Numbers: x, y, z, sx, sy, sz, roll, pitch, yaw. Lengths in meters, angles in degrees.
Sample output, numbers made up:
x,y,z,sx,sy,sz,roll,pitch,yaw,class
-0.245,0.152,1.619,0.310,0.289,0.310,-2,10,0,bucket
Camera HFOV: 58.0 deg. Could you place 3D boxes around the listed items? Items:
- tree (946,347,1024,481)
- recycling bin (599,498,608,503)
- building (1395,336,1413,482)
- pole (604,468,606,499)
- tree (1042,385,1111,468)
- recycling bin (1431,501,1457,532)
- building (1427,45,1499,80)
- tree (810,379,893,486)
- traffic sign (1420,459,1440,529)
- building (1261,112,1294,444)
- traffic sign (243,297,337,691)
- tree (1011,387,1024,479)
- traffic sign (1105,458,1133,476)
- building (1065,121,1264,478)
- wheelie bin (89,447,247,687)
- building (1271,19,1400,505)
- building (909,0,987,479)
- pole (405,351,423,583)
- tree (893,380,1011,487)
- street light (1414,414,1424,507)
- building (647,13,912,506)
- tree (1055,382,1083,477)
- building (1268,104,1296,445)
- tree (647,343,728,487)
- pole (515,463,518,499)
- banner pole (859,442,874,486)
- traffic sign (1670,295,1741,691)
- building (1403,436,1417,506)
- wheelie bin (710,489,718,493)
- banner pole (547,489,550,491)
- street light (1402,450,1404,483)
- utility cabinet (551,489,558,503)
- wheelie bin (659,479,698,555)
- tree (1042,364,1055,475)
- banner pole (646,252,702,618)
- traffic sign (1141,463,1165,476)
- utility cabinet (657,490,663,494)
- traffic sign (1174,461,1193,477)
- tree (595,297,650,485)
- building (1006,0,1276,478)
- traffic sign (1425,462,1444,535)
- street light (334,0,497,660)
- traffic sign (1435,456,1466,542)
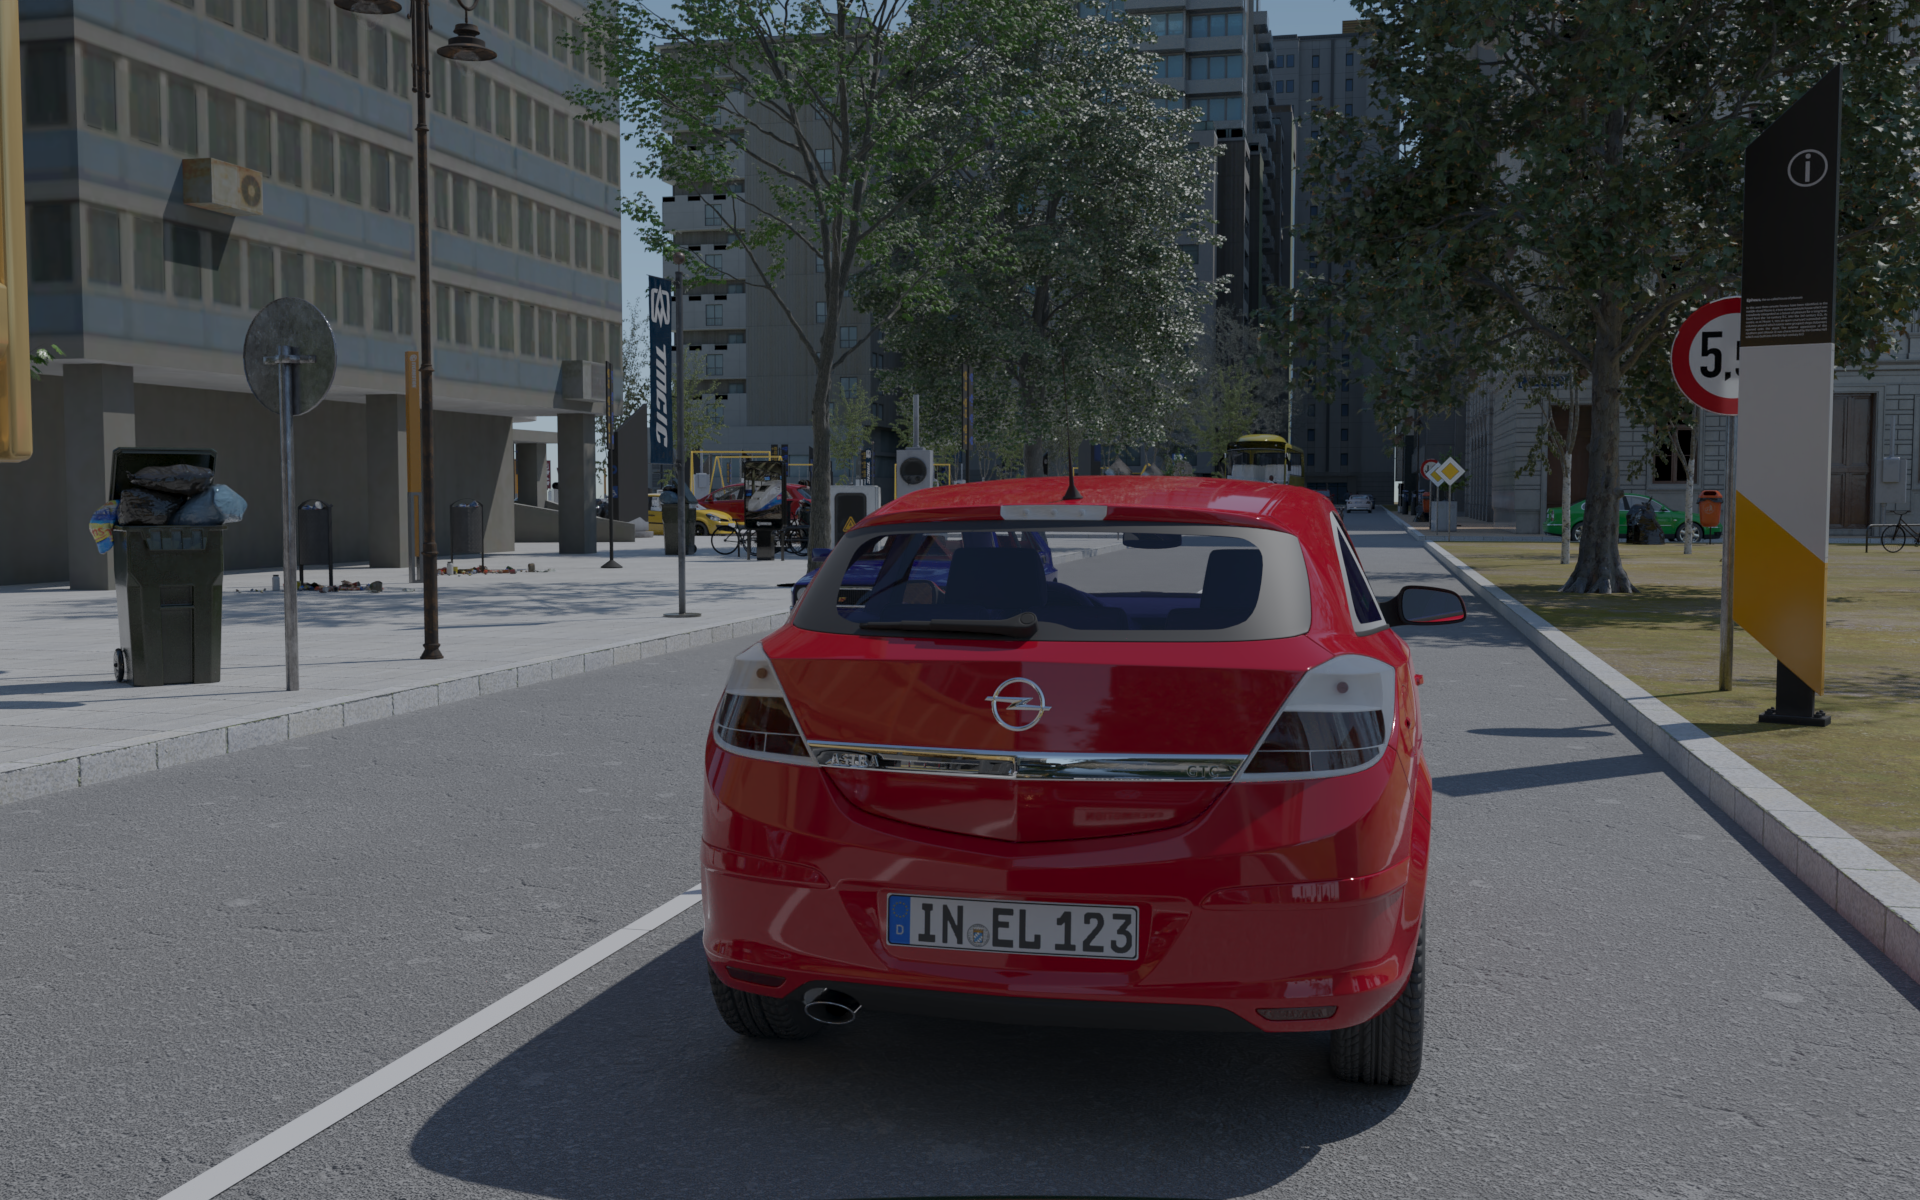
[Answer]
x,y,z,sx,sy,sz,roll,pitch,yaw,class
1.120,-7.934,80.079,4.360,8.622,3.978,0,3,0,tree
-20.476,-5.277,98.831,0.722,1.027,0.722,3,5,44,recycling bin
61.237,-32.446,214.089,14.086,41.232,14.154,1,4,13,building
-27.585,-8.607,134.573,0.158,3.312,0.155,0,3,0,pole
7.662,-9.544,106.404,4.737,8.622,4.395,0,3,0,tree
16.541,-2.852,59.180,0.722,1.027,0.722,0,4,2,recycling bin
42.710,-27.506,133.322,14.154,41.232,14.086,1,4,13,building
-7.173,-9.801,110.600,4.737,8.622,4.395,0,3,0,tree
17.047,-3.828,62.696,0.768,2.556,0.104,1,4,19,traffic sign
27.384,-30.461,181.623,14.154,41.232,14.086,1,4,13,building
-4.359,-0.681,11.233,0.768,2.556,0.104,1,4,22,traffic sign
3.188,-9.777,110.208,4.737,8.622,4.395,0,3,0,tree
4.418,-2.731,48.288,0.795,2.450,0.064,1,4,13,traffic sign
16.529,-22.399,137.920,14.160,30.474,14.107,1,4,13,building
-5.355,-0.238,11.792,0.980,1.594,0.693,-2,4,-34,wheelie bin
41.276,-41.533,221.071,28.212,58.520,21.231,1,4,13,building
8.884,-40.122,197.990,28.212,58.520,21.231,1,4,13,building
-7.841,-1.897,24.867,0.158,3.312,0.155,0,3,0,pole
-0.477,-9.102,99.175,4.737,8.622,4.395,0,3,0,tree
23.470,-7.091,88.725,0.468,5.910,1.993,1,4,13,street light
-19.149,-37.392,200.603,27.495,52.752,28.713,1,4,13,building
7.245,-7.980,80.836,4.360,8.622,3.978,0,3,0,tree
30.505,-33.449,197.008,14.200,45.320,14.600,1,4,13,building
-13.667,-8.257,85.363,4.737,8.622,4.395,0,3,0,tree
-25.663,-6.510,100.276,0.158,3.312,0.155,0,3,0,pole
-4.281,-5.663,82.614,0.401,3.779,0.863,2,4,29,banner pole
4.997,-0.680,11.229,0.768,2.556,0.104,1,4,22,traffic sign
58.447,-53.044,179.933,22.319,86.520,31.000,1,4,13,building
-14.260,-5.683,100.818,0.980,1.594,0.693,0,4,8,wheelie bin
-33.061,-9.093,138.691,0.863,3.779,0.401,0,4,5,banner pole
32.185,-9.364,125.887,0.468,5.910,1.993,1,4,13,street light
-17.731,-4.125,76.124,0.318,1.500,1.173,-1,4,-18,utility cabinet
-5.956,-1.755,36.604,0.693,1.594,0.980,1,4,10,wheelie bin
5.549,-8.629,91.454,4.360,8.622,3.978,0,3,0,tree
-2.986,-1.700,17.809,0.401,3.779,0.863,1,4,20,banner pole
6.239,-3.206,56.063,0.795,2.450,0.064,1,4,13,traffic sign
-15.888,-5.240,94.351,1.173,1.500,0.318,-2,4,-27,utility cabinet
8.469,-4.030,65.998,0.768,2.556,0.104,1,4,21,traffic sign
-12.820,-6.966,64.256,4.360,8.622,3.978,0,3,0,tree
17.514,-33.104,160.859,23.786,49.044,30.456,1,4,13,building
14.895,-3.081,54.023,0.795,2.450,0.064,1,4,13,traffic sign
-4.116,-2.479,13.318,0.468,5.910,1.993,1,4,13,street light
13.075,-2.606,46.248,0.795,2.450,0.064,1,4,13,traffic sign
